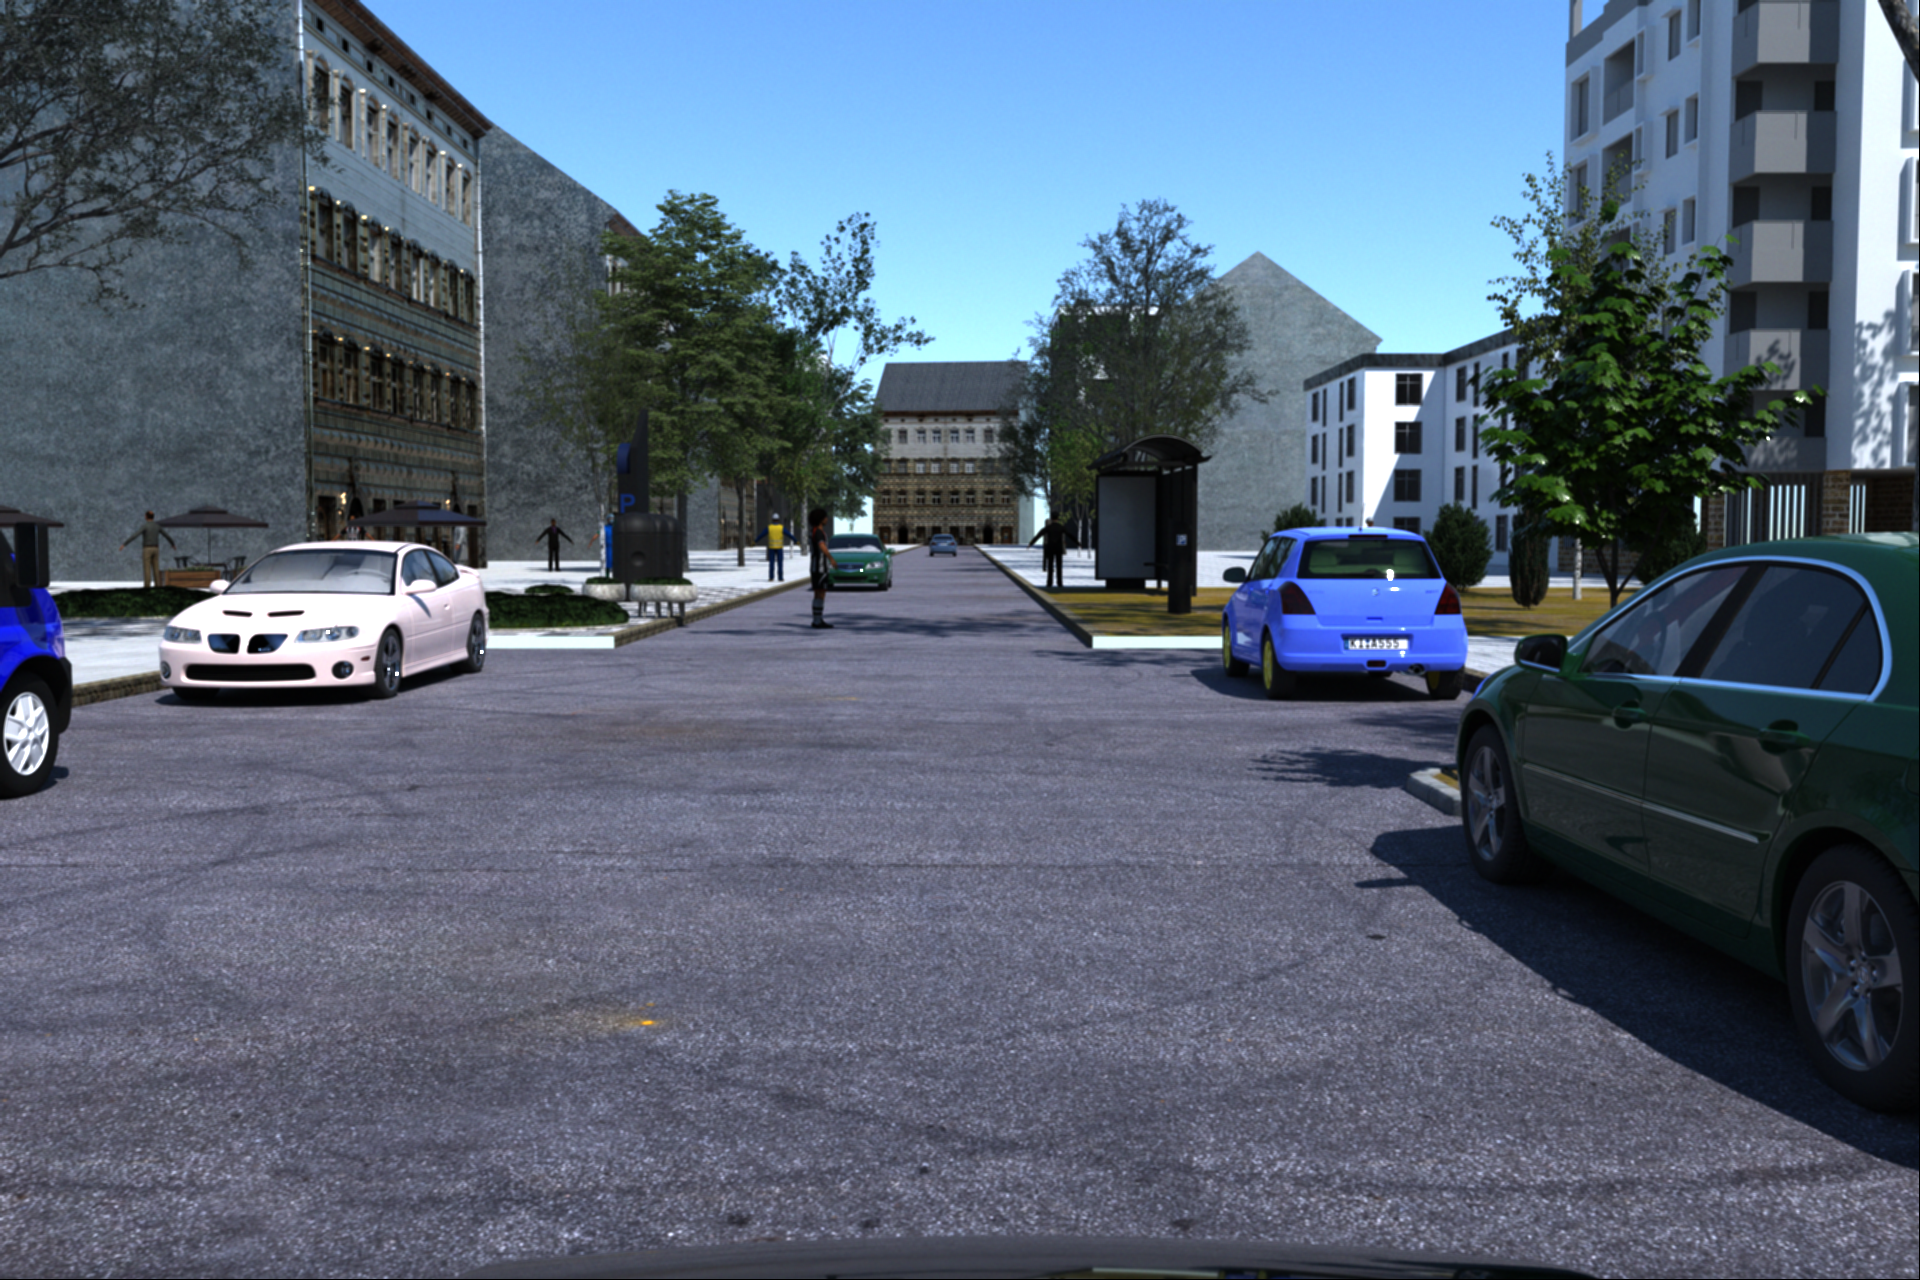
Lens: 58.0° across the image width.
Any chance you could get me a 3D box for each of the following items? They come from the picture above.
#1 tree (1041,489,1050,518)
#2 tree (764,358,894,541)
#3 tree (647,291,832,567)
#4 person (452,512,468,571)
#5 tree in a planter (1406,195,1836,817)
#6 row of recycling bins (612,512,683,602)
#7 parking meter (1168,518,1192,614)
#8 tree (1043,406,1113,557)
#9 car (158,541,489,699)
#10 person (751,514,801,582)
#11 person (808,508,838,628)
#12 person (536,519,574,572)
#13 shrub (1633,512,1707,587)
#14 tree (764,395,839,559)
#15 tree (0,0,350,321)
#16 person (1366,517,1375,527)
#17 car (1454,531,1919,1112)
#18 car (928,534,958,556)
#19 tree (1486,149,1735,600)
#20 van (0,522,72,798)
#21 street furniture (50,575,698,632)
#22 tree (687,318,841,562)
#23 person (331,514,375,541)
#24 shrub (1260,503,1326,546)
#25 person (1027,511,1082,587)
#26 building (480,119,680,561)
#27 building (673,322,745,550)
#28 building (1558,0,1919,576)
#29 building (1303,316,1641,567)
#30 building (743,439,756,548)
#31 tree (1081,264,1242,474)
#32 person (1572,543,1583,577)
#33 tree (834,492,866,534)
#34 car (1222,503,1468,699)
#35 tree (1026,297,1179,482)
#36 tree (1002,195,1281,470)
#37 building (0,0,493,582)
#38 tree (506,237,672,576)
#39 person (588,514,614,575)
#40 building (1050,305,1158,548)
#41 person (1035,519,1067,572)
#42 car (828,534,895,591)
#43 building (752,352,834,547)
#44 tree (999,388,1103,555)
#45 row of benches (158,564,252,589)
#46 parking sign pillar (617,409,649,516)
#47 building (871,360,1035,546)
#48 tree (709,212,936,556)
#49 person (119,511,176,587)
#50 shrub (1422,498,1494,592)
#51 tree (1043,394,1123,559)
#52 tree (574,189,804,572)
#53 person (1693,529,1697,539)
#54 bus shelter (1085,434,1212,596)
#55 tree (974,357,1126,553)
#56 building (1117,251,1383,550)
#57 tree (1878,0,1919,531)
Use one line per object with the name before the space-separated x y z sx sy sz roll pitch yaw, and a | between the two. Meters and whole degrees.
tree | 12.607 -16.127 214.040 4.360 8.622 3.978 0 3 0
tree | -9.398 -13.264 123.524 9.857 13.997 8.962 0 3 0
tree | -8.805 -8.147 67.614 8.767 10.594 7.601 2 4 29
person | -11.942 -2.144 41.239 0.705 1.806 1.347 -1 4 -20
tree in a planter | 3.488 -0.732 9.193 1.991 3.239 1.994 0 4 -1
row of recycling bins | -6.099 -1.655 34.165 1.069 1.692 3.534 0 4 1
parking meter | 3.557 -1.200 28.035 0.372 1.533 0.369 0 3 0
tree | 6.651 -8.944 96.603 4.737 8.622 4.395 0 3 0
car | -5.880 -0.256 16.540 2.083 1.381 4.827 0 4 0
person | -4.981 -2.501 46.863 1.349 1.833 0.705 0 4 -5
person | -2.119 -1.091 26.437 0.704 1.843 1.345 -1 4 -17
person | -13.846 -3.233 59.080 1.346 1.802 0.704 -2 4 -32
shrub | 15.593 -2.057 38.052 1.690 2.028 1.600 0 3 0
tree | -8.400 -8.463 88.726 4.737 8.622 4.395 0 3 0
tree | -12.265 -6.676 19.516 12.009 13.543 11.850 0 3 0
person | 11.949 -2.675 50.194 1.216 1.772 0.721 -3 5 -42
car | 3.104 0.370 5.742 2.131 1.459 4.920 0 4 -1
car | -1.090 -6.123 112.116 2.014 1.417 4.499 0 4 0
tree | 12.243 -5.083 33.476 4.737 8.622 4.395 0 3 0
van | -6.008 -0.202 7.684 2.240 2.365 5.245 0 4 0
street furniture | -8.895 -0.667 26.538 10.072 0.657 5.734 2 4 27
tree | -9.031 -9.511 81.253 9.928 11.665 9.643 0 3 0
person | -16.282 -2.468 46.489 1.345 1.843 0.704 0 4 -7
shrub | 8.073 -2.291 41.503 1.661 2.075 1.752 0 3 0
person | 2.303 -2.209 42.056 1.347 1.837 0.705 0 4 0
building | -25.707 -15.854 90.140 19.493 23.208 18.063 0 4 0
building | -28.259 -19.155 144.114 19.493 23.208 18.063 0 4 -1
building | 25.468 -12.267 56.988 16.016 20.090 11.380 0 3 0
building | 23.226 -8.473 80.687 9.099 9.664 28.070 0 4 0
building | -29.503 -20.277 162.465 19.493 23.208 18.063 0 4 0
tree | 5.997 -5.911 47.011 4.360 8.622 3.978 0 3 0
person | 18.409 -2.800 51.560 0.705 1.856 1.354 2 4 24
tree | -13.016 -16.067 213.063 4.360 8.622 3.978 0 3 0
car | 3.504 -0.412 16.326 1.945 1.707 3.694 0 4 0
tree | 6.778 -9.169 75.665 9.928 11.665 9.643 0 3 0
tree | 6.401 -9.315 62.669 12.009 13.543 11.850 0 3 0
building | -26.845 -13.701 54.940 19.493 23.208 18.063 0 4 -1
tree | -8.885 -5.688 43.361 4.360 8.622 3.978 0 3 0
person | -9.199 -2.421 45.713 1.347 1.817 0.704 -2 4 -33
building | 22.666 -19.999 170.960 27.936 21.610 32.646 0 4 0
person | 3.028 -3.253 59.313 1.348 1.813 0.705 2 4 34
car | -2.726 -2.032 45.026 2.131 1.459 4.920 0 4 0
building | -28.938 -21.313 192.447 27.936 21.610 32.646 0 4 -1
tree | 6.096 -10.515 106.325 7.601 10.594 8.767 1 4 17
row of benches | -14.467 -1.268 36.195 4.104 0.672 1.422 -3 4 -36
parking sign pillar | -6.931 -2.954 36.775 1.447 3.967 1.447 0 4 1
building | -0.468 -23.610 219.406 18.063 23.208 19.493 1 4 8
tree | -7.808 -14.994 101.045 12.611 20.169 13.585 0 3 0
person | -18.180 -1.994 38.872 0.705 1.796 1.348 2 4 33
shrub | 10.960 -2.105 38.453 1.661 2.075 1.752 0 3 0
tree | 6.600 -8.536 89.932 4.737 8.622 4.395 0 3 0
tree | -9.005 -8.514 57.331 7.486 12.596 7.792 0 3 0
person | 17.480 -2.168 41.632 0.705 1.806 1.347 0 4 6
bus shelter | 4.024 -2.693 37.950 2.014 3.302 5.546 0 4 -2
tree | 6.315 -12.774 119.219 12.009 13.543 11.850 0 3 0
building | 23.154 -19.139 143.846 19.493 23.208 18.063 0 4 0
tree | 8.125 -9.847 16.888 12.611 20.169 13.585 0 3 0
